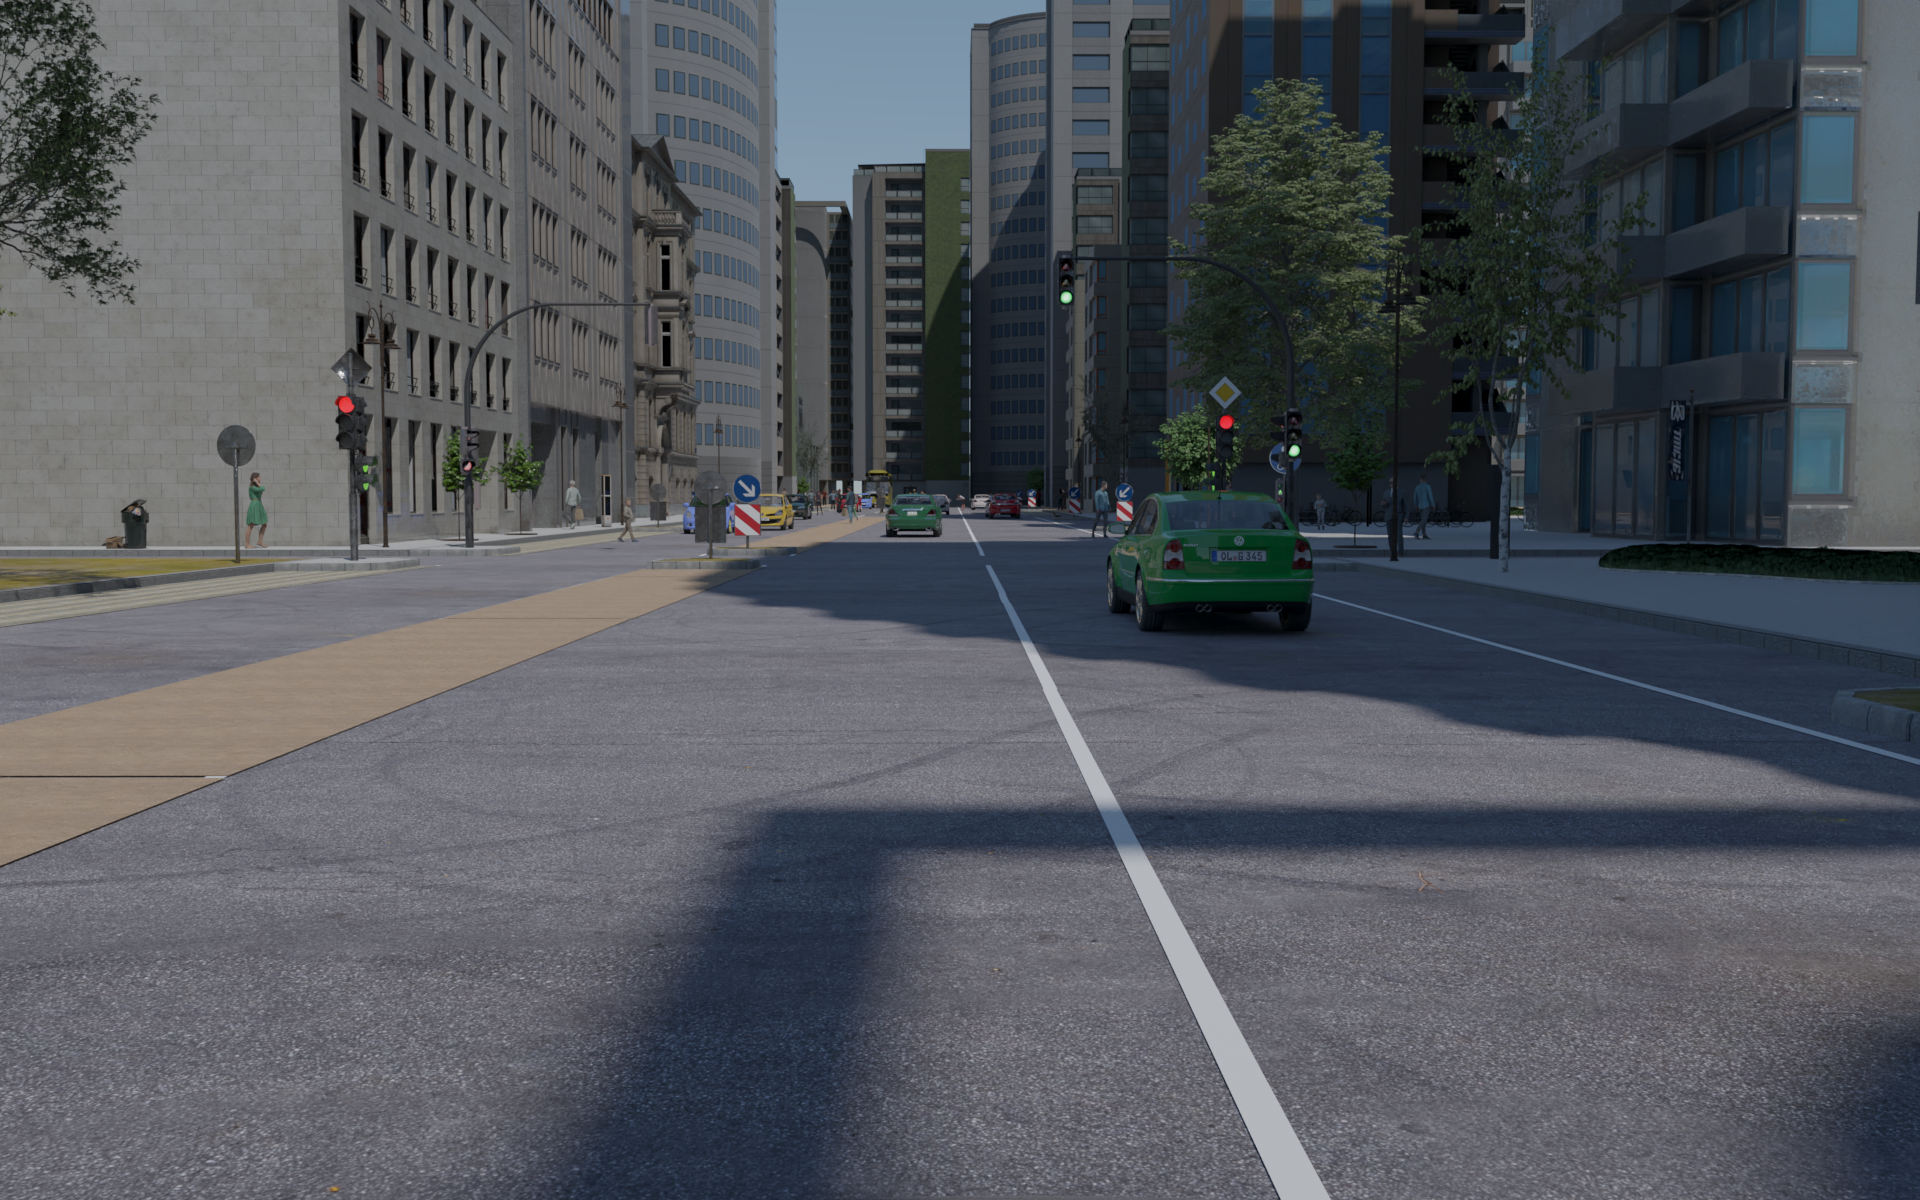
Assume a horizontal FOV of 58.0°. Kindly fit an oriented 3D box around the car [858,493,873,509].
[{"bbox_3d":[-9.202,-9.455,164.180,1.945,1.707,3.694,0,4,-2],"label":"car"}]

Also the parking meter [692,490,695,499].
[{"bbox_3d":[-13.734,-4.984,89.904,0.372,1.533,0.369,0,3,0],"label":"parking meter"}]

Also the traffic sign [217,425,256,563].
[{"bbox_3d":[-13.354,-1.948,31.953,0.768,2.556,0.104,1,4,8],"label":"traffic sign"}]

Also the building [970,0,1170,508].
[{"bbox_3d":[15.399,-40.877,210.337,28.212,58.520,21.231,0,4,0],"label":"building"}]

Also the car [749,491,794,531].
[{"bbox_3d":[-7.659,-3.612,69.272,2.015,1.641,3.980,0,4,1],"label":"car"}]

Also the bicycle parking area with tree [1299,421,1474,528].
[{"bbox_3d":[16.806,-5.098,70.347,9.016,4.147,8.231,2,4,28],"label":"bicycle parking area with tree"}]

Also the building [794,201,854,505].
[{"bbox_3d":[-25.040,-32.078,216.359,23.993,40.220,32.217,0,4,0],"label":"building"}]

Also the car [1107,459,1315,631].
[{"bbox_3d":[2.711,-0.652,19.461,1.959,1.807,4.718,0,4,-2],"label":"car"}]

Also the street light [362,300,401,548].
[{"bbox_3d":[-13.799,-4.199,41.445,0.468,5.910,1.993,0,4,0],"label":"street light"}]

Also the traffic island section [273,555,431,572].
[{"bbox_3d":[-11.681,-0.678,33.362,2.009,0.180,2.903,0,4,0],"label":"traffic island section"}]

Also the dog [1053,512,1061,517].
[{"bbox_3d":[5.744,-5.026,102.372,0.748,0.427,0.550,2,4,35],"label":"dog"}]

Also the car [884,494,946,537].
[{"bbox_3d":[-1.539,-2.882,58.922,2.131,1.459,4.920,0,4,1],"label":"car"}]

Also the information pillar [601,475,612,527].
[{"bbox_3d":[-13.651,-3.813,66.829,0.304,2.012,0.304,-2,4,-34],"label":"information pillar"}]

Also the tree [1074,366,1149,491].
[{"bbox_3d":[8.407,-9.083,98.868,4.360,8.622,3.978,0,3,0],"label":"tree"}]

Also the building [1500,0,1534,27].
[{"bbox_3d":[61.554,-47.205,210.052,20.611,71.187,20.563,0,4,0],"label":"building"}]

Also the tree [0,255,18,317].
[{"bbox_3d":[-19.353,-4.918,30.779,4.737,8.622,4.395,0,3,0],"label":"tree"}]

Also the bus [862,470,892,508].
[{"bbox_3d":[-8.450,-11.531,180.077,2.896,3.916,12.252,0,4,-1],"label":"bus"}]

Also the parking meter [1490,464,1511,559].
[{"bbox_3d":[10.687,-1.744,34.231,0.399,1.863,0.255,-3,5,-45],"label":"parking meter"}]

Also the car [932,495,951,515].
[{"bbox_3d":[-1.650,-6.667,121.366,2.083,1.381,4.827,0,4,0],"label":"car"}]

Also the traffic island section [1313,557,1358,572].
[{"bbox_3d":[6.360,-0.683,33.445,2.009,0.180,2.903,0,4,0],"label":"traffic island section"}]

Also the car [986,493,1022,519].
[{"bbox_3d":[2.590,-5.632,101.131,2.155,1.783,4.494,0,3,0],"label":"car"}]

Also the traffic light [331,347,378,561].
[{"bbox_3d":[-11.641,-2.710,33.227,0.839,4.253,0.868,0,4,0],"label":"traffic light"}]

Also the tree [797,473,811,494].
[{"bbox_3d":[-14.623,-10.239,162.003,1.663,3.219,1.824,0,3,0],"label":"tree"}]

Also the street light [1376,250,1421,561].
[{"bbox_3d":[8.309,-3.681,32.977,0.468,5.910,1.993,0,4,0],"label":"street light"}]

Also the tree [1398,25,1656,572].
[{"bbox_3d":[9.070,-4.771,28.375,4.737,8.622,4.395,0,3,0],"label":"tree"}]

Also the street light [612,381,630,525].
[{"bbox_3d":[-13.836,-5.994,70.789,0.468,5.910,1.993,0,4,0],"label":"street light"}]

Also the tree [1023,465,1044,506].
[{"bbox_3d":[8.677,-12.865,194.053,4.285,4.588,4.351,0,3,0],"label":"tree"}]

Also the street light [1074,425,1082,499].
[{"bbox_3d":[7.931,-8.753,115.895,0.468,5.910,1.993,0,4,0],"label":"street light"}]

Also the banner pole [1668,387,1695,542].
[{"bbox_3d":[16.944,-3.096,40.634,0.863,3.779,0.401,-1,4,-18],"label":"banner pole"}]

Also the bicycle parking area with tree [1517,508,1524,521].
[{"bbox_3d":[29.945,-5.623,78.940,9.016,4.147,8.231,1,4,22],"label":"bicycle parking area with tree"}]

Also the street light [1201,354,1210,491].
[{"bbox_3d":[8.197,-5.155,57.079,0.468,5.910,1.993,0,4,0],"label":"street light"}]

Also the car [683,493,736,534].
[{"bbox_3d":[-9.086,-3.284,63.280,1.945,1.707,3.694,0,4,-1],"label":"car"}]

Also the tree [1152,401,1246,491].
[{"bbox_3d":[8.417,-4.731,61.058,4.285,4.588,4.351,0,3,0],"label":"tree"}]

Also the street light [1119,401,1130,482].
[{"bbox_3d":[8.198,-6.958,86.552,0.468,5.910,1.993,0,4,0],"label":"street light"}]

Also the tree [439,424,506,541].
[{"bbox_3d":[-13.775,-3.228,47.380,1.663,3.219,1.824,0,3,0],"label":"tree"}]

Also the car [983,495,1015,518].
[{"bbox_3d":[2.481,-5.765,106.622,2.083,1.381,4.827,0,4,0],"label":"car"}]

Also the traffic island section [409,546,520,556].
[{"bbox_3d":[-11.720,-1.166,41.347,2.009,0.180,2.903,0,4,0],"label":"traffic island section"}]

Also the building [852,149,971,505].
[{"bbox_3d":[-5.735,-32.073,207.984,14.086,41.232,14.154,0,4,0],"label":"building"}]

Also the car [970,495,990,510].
[{"bbox_3d":[1.970,-8.736,155.199,2.083,1.381,4.827,0,4,-2],"label":"car"}]

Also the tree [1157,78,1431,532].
[{"bbox_3d":[8.991,-7.964,48.335,7.486,12.596,7.792,0,3,0],"label":"tree"}]

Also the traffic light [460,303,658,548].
[{"bbox_3d":[-9.589,-4.073,41.257,4.771,5.953,1.251,0,4,0],"label":"traffic light"}]

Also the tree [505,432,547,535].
[{"bbox_3d":[-13.706,-3.642,54.156,1.663,3.219,1.824,0,3,0],"label":"tree"}]

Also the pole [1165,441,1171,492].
[{"bbox_3d":[7.934,-4.416,66.053,0.158,3.312,0.155,0,3,0],"label":"pole"}]

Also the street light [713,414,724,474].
[{"bbox_3d":[-13.938,-7.792,100.193,0.468,5.910,1.993,0,4,0],"label":"street light"}]

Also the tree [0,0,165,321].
[{"bbox_3d":[-13.761,-5.345,21.804,8.767,10.594,7.601,1,4,15],"label":"tree"}]

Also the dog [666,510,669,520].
[{"bbox_3d":[-14.689,-4.265,86.556,0.406,0.507,0.540,-2,4,-30],"label":"dog"}]

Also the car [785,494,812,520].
[{"bbox_3d":[-9.334,-5.365,97.512,2.009,1.686,4.222,0,4,0],"label":"car"}]

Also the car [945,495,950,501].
[{"bbox_3d":[-1.902,-8.719,154.909,2.083,1.381,4.827,0,4,-2],"label":"car"}]

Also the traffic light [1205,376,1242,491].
[{"bbox_3d":[6.281,-3.205,41.316,0.839,4.253,0.868,0,4,0],"label":"traffic light"}]

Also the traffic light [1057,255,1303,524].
[{"bbox_3d":[4.229,-3.579,33.179,4.771,5.953,1.251,0,4,0],"label":"traffic light"}]

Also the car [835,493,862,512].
[{"bbox_3d":[-8.861,-7.920,138.530,2.155,1.783,4.494,0,4,1],"label":"car"}]

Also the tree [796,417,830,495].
[{"bbox_3d":[-14.636,-13.197,166.138,4.360,8.622,3.978,0,3,0],"label":"tree"}]

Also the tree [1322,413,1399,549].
[{"bbox_3d":[9.378,-2.858,41.338,1.663,3.219,1.824,0,3,0],"label":"tree"}]

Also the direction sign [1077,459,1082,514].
[{"bbox_3d":[7.742,-7.339,111.997,0.379,3.537,0.876,0,4,-3],"label":"direction sign"}]

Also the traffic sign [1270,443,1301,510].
[{"bbox_3d":[7.998,-2.601,42.637,0.768,2.556,0.104,0,4,7],"label":"traffic sign"}]
